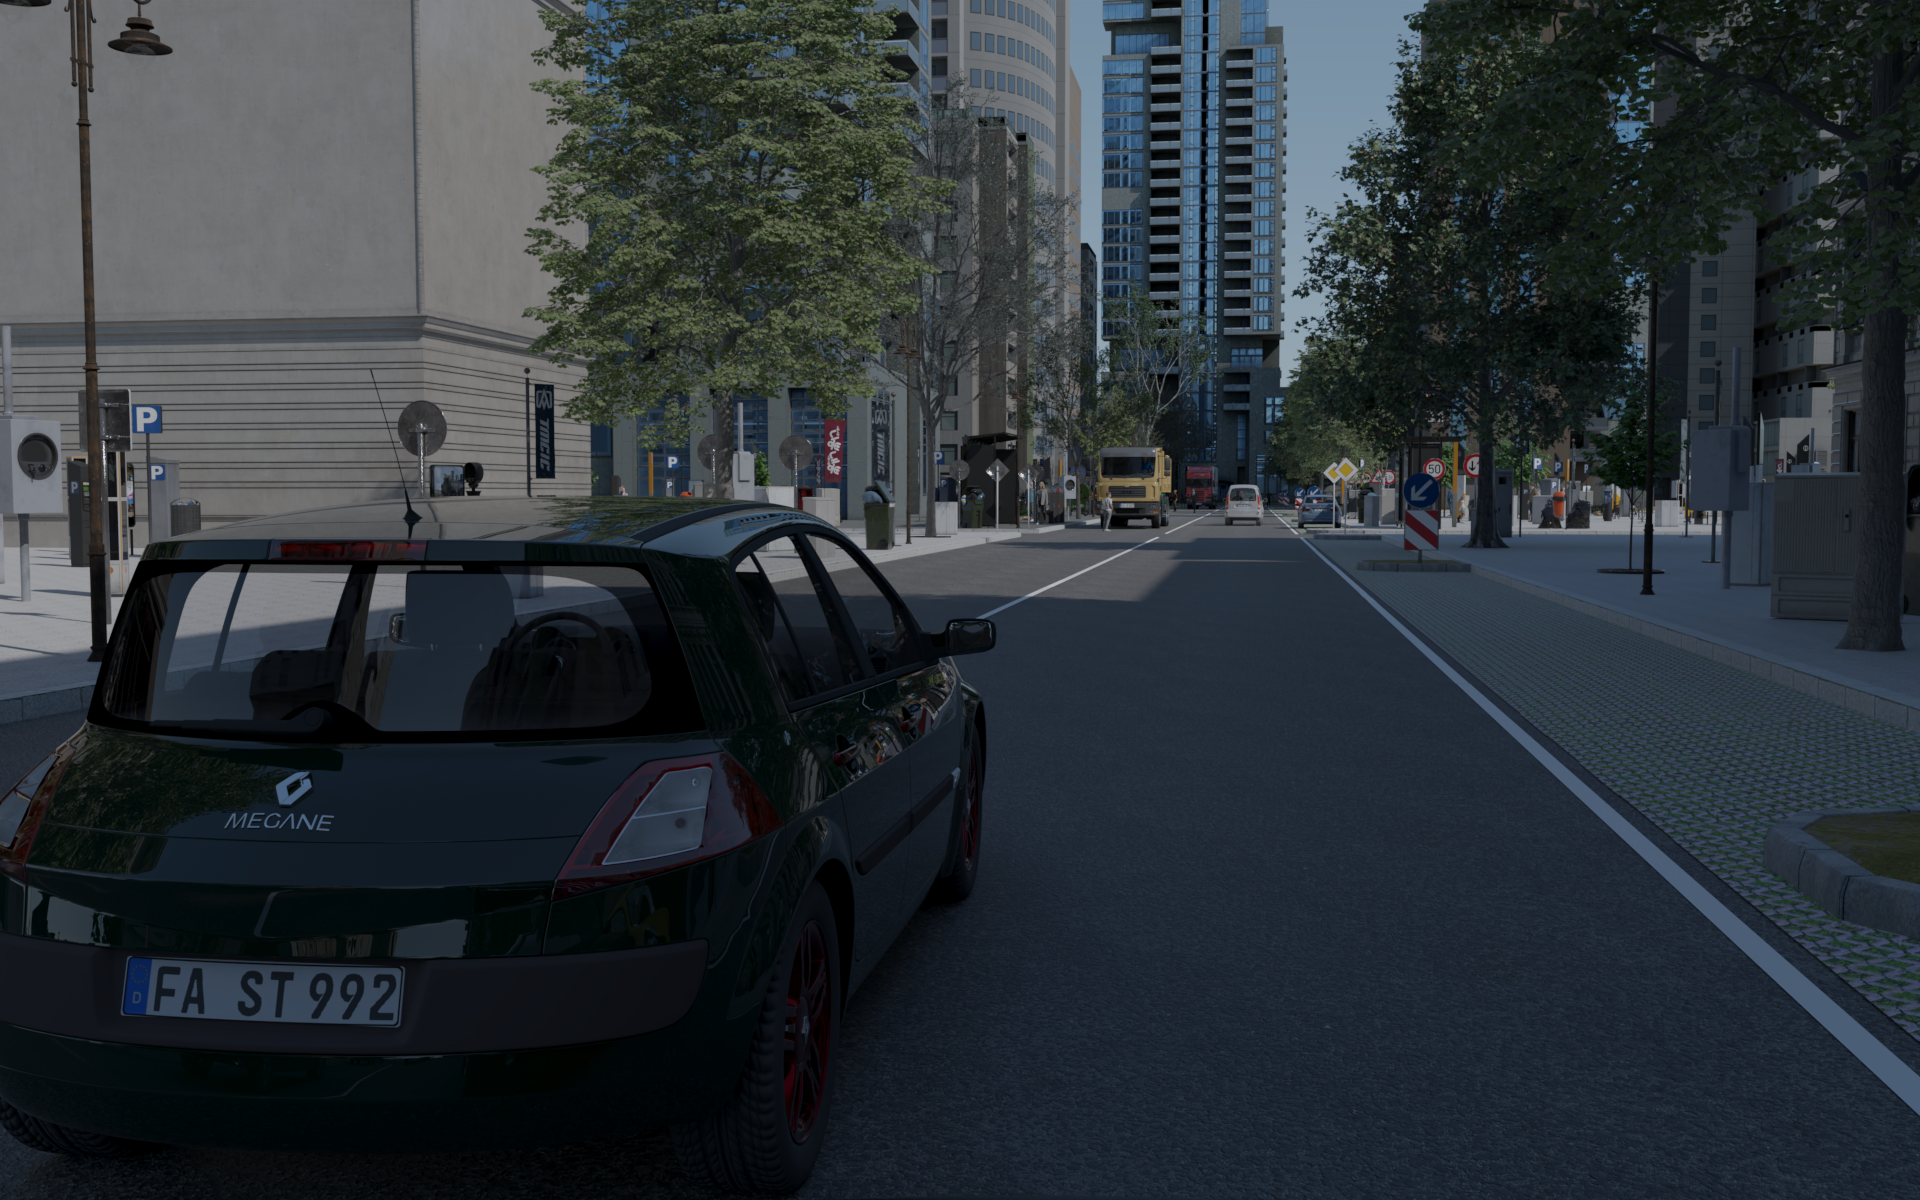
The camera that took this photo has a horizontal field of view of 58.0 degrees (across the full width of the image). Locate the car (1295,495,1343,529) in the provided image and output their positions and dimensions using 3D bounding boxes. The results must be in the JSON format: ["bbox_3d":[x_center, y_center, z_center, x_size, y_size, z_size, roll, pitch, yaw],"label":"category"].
[{"bbox_3d":[15.034,-3.701,72.510,2.014,1.417,4.499,1,4,11],"label":"car"}]

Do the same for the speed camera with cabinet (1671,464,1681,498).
[{"bbox_3d":[47.351,-7.235,112.622,2.038,3.252,0.660,-1,4,-11],"label":"speed camera with cabinet"}]

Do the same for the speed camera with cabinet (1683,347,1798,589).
[{"bbox_3d":[10.835,-1.817,24.042,2.038,3.252,0.660,-3,5,-44],"label":"speed camera with cabinet"}]

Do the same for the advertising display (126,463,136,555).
[{"bbox_3d":[-17.566,-1.879,35.932,0.123,1.923,0.974,2,4,25],"label":"advertising display"}]

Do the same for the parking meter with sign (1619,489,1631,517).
[{"bbox_3d":[37.359,-6.171,97.149,0.543,3.016,1.738,0,4,6],"label":"parking meter with sign"}]

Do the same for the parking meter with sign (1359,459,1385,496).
[{"bbox_3d":[20.773,-5.503,86.232,1.738,3.016,0.543,2,4,31],"label":"parking meter with sign"}]

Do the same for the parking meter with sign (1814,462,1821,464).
[{"bbox_3d":[46.022,-5.863,92.114,0.543,3.016,1.738,-1,4,-11],"label":"parking meter with sign"}]

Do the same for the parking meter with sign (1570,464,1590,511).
[{"bbox_3d":[35.528,-6.371,100.421,1.738,3.016,0.543,0,4,-5],"label":"parking meter with sign"}]

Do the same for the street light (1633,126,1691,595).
[{"bbox_3d":[8.767,-3.005,21.913,0.468,5.910,1.993,1,4,10],"label":"street light"}]

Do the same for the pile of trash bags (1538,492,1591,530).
[{"bbox_3d":[22.305,-3.320,64.031,1.912,1.369,3.447,2,4,25],"label":"pile of trash bags"}]

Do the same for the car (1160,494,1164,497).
[{"bbox_3d":[11.870,-5.981,106.583,1.959,1.807,4.718,1,4,11],"label":"car"}]

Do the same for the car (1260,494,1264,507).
[{"bbox_3d":[30.783,-10.526,180.891,1.959,1.807,4.718,1,4,9],"label":"car"}]

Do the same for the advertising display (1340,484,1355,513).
[{"bbox_3d":[25.745,-6.717,115.038,0.974,1.923,0.123,2,4,28],"label":"advertising display"}]

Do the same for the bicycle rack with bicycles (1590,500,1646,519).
[{"bbox_3d":[33.755,-4.573,88.142,2.852,0.926,2.925,3,5,41],"label":"bicycle rack with bicycles"}]

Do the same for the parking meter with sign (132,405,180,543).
[{"bbox_3d":[-16.059,-2.368,34.982,0.543,3.016,1.738,0,4,-4],"label":"parking meter with sign"}]

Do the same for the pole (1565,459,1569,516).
[{"bbox_3d":[35.410,-6.558,101.063,0.158,3.312,0.155,0,3,0],"label":"pole"}]

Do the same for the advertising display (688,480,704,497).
[{"bbox_3d":[-11.850,-4.441,77.828,0.974,1.923,0.123,3,5,40],"label":"advertising display"}]

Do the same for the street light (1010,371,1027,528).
[{"bbox_3d":[2.189,-5.640,64.997,0.468,5.910,1.993,1,4,10],"label":"street light"}]

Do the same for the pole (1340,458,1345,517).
[{"bbox_3d":[21.560,-6.347,97.611,0.158,3.312,0.155,0,3,0],"label":"pole"}]

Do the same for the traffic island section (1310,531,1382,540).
[{"bbox_3d":[12.271,-2.001,54.994,2.009,0.180,2.903,1,4,10],"label":"traffic island section"}]

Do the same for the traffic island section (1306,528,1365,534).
[{"bbox_3d":[13.602,-2.482,62.868,2.009,0.180,2.903,1,4,10],"label":"traffic island section"}]

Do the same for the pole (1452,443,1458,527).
[{"bbox_3d":[19.070,-4.458,66.737,0.158,3.312,0.155,0,3,0],"label":"pole"}]

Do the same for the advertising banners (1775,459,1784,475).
[{"bbox_3d":[40.795,-5.427,84.917,0.090,3.025,2.074,-2,4,-24],"label":"advertising banners"}]

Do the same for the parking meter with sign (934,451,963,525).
[{"bbox_3d":[-0.465,-4.553,70.707,0.543,3.016,1.738,2,4,30],"label":"parking meter with sign"}]

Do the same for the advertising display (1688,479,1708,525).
[{"bbox_3d":[31.212,-4.154,73.137,0.123,1.923,0.974,-2,4,-30],"label":"advertising display"}]

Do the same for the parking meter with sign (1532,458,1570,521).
[{"bbox_3d":[28.090,-5.282,82.621,0.543,3.016,1.738,-2,4,-25],"label":"parking meter with sign"}]

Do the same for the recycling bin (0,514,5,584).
[{"bbox_3d":[-13.995,-0.727,24.437,0.722,1.027,0.722,-1,4,-10],"label":"recycling bin"}]

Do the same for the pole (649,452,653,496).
[{"bbox_3d":[-15.133,-5.565,84.836,0.158,3.312,0.155,0,3,0],"label":"pole"}]

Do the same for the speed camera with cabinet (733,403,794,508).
[{"bbox_3d":[-4.503,-2.689,38.303,0.660,3.252,2.038,3,4,36],"label":"speed camera with cabinet"}]

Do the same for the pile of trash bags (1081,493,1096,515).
[{"bbox_3d":[8.479,-6.082,109.189,1.912,1.369,3.447,0,4,-8],"label":"pile of trash bags"}]

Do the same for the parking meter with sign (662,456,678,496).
[{"bbox_3d":[-13.597,-5.170,80.784,0.543,3.016,1.738,-1,4,-23],"label":"parking meter with sign"}]

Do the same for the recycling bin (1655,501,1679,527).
[{"bbox_3d":[27.725,-3.386,67.921,0.722,1.027,0.722,0,4,3],"label":"recycling bin"}]

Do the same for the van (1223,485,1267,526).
[{"bbox_3d":[13.063,-4.433,79.495,2.013,2.044,4.112,1,4,11],"label":"van"}]

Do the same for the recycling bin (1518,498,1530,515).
[{"bbox_3d":[34.563,-5.703,105.802,0.722,1.027,0.722,-2,4,-28],"label":"recycling bin"}]

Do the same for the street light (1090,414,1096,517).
[{"bbox_3d":[7.385,-7.522,95.776,0.468,5.910,1.993,1,4,10],"label":"street light"}]

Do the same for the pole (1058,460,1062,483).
[{"bbox_3d":[5.964,-6.706,103.484,0.158,3.312,0.155,0,3,0],"label":"pole"}]

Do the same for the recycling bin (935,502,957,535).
[{"bbox_3d":[-0.467,-2.574,54.647,0.722,1.027,0.722,0,4,-5],"label":"recycling bin"}]

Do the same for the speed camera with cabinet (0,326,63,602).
[{"bbox_3d":[-11.313,-1.555,19.764,0.660,3.252,2.038,1,4,22],"label":"speed camera with cabinet"}]

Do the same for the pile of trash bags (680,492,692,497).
[{"bbox_3d":[-11.833,-3.712,70.440,1.912,1.369,3.447,1,4,19],"label":"pile of trash bags"}]

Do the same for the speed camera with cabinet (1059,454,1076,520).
[{"bbox_3d":[4.621,-5.494,84.167,2.038,3.252,0.660,-2,4,-26],"label":"speed camera with cabinet"}]

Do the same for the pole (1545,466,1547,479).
[{"bbox_3d":[43.100,-8.174,127.484,0.158,3.312,0.155,0,3,0],"label":"pole"}]

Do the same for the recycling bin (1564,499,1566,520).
[{"bbox_3d":[29.603,-4.479,85.788,0.722,1.027,0.722,1,4,19],"label":"recycling bin"}]

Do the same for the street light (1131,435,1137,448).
[{"bbox_3d":[12.638,-9.397,126.424,0.468,5.910,1.993,1,4,10],"label":"street light"}]

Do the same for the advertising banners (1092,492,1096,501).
[{"bbox_3d":[9.738,-7.455,118.072,2.074,3.025,0.090,1,4,16],"label":"advertising banners"}]

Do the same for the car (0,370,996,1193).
[{"bbox_3d":[-0.953,0.290,5.041,2.009,1.686,4.222,0,4,8],"label":"car"}]

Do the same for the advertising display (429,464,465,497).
[{"bbox_3d":[-11.233,-2.004,37.978,0.123,1.923,0.974,2,4,26],"label":"advertising display"}]

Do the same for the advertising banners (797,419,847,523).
[{"bbox_3d":[-3.659,-2.689,40.156,2.074,3.025,0.090,0,4,-4],"label":"advertising banners"}]

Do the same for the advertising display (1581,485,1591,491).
[{"bbox_3d":[46.112,-7.485,127.585,0.974,1.923,0.123,-2,4,-35],"label":"advertising display"}]

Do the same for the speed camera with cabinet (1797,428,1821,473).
[{"bbox_3d":[25.970,-3.546,52.317,2.038,3.252,0.660,-2,4,-30],"label":"speed camera with cabinet"}]

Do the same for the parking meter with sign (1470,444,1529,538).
[{"bbox_3d":[15.905,-3.355,51.118,1.738,3.016,0.543,-1,4,-23],"label":"parking meter with sign"}]

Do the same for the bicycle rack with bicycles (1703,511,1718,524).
[{"bbox_3d":[33.404,-3.768,74.990,2.852,0.926,2.925,1,4,10],"label":"bicycle rack with bicycles"}]

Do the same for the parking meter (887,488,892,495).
[{"bbox_3d":[-2.974,-3.946,72.921,0.372,1.533,0.369,0,3,0],"label":"parking meter"}]

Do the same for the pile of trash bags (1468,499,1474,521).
[{"bbox_3d":[25.197,-4.454,82.582,1.912,1.369,3.447,1,4,14],"label":"pile of trash bags"}]
